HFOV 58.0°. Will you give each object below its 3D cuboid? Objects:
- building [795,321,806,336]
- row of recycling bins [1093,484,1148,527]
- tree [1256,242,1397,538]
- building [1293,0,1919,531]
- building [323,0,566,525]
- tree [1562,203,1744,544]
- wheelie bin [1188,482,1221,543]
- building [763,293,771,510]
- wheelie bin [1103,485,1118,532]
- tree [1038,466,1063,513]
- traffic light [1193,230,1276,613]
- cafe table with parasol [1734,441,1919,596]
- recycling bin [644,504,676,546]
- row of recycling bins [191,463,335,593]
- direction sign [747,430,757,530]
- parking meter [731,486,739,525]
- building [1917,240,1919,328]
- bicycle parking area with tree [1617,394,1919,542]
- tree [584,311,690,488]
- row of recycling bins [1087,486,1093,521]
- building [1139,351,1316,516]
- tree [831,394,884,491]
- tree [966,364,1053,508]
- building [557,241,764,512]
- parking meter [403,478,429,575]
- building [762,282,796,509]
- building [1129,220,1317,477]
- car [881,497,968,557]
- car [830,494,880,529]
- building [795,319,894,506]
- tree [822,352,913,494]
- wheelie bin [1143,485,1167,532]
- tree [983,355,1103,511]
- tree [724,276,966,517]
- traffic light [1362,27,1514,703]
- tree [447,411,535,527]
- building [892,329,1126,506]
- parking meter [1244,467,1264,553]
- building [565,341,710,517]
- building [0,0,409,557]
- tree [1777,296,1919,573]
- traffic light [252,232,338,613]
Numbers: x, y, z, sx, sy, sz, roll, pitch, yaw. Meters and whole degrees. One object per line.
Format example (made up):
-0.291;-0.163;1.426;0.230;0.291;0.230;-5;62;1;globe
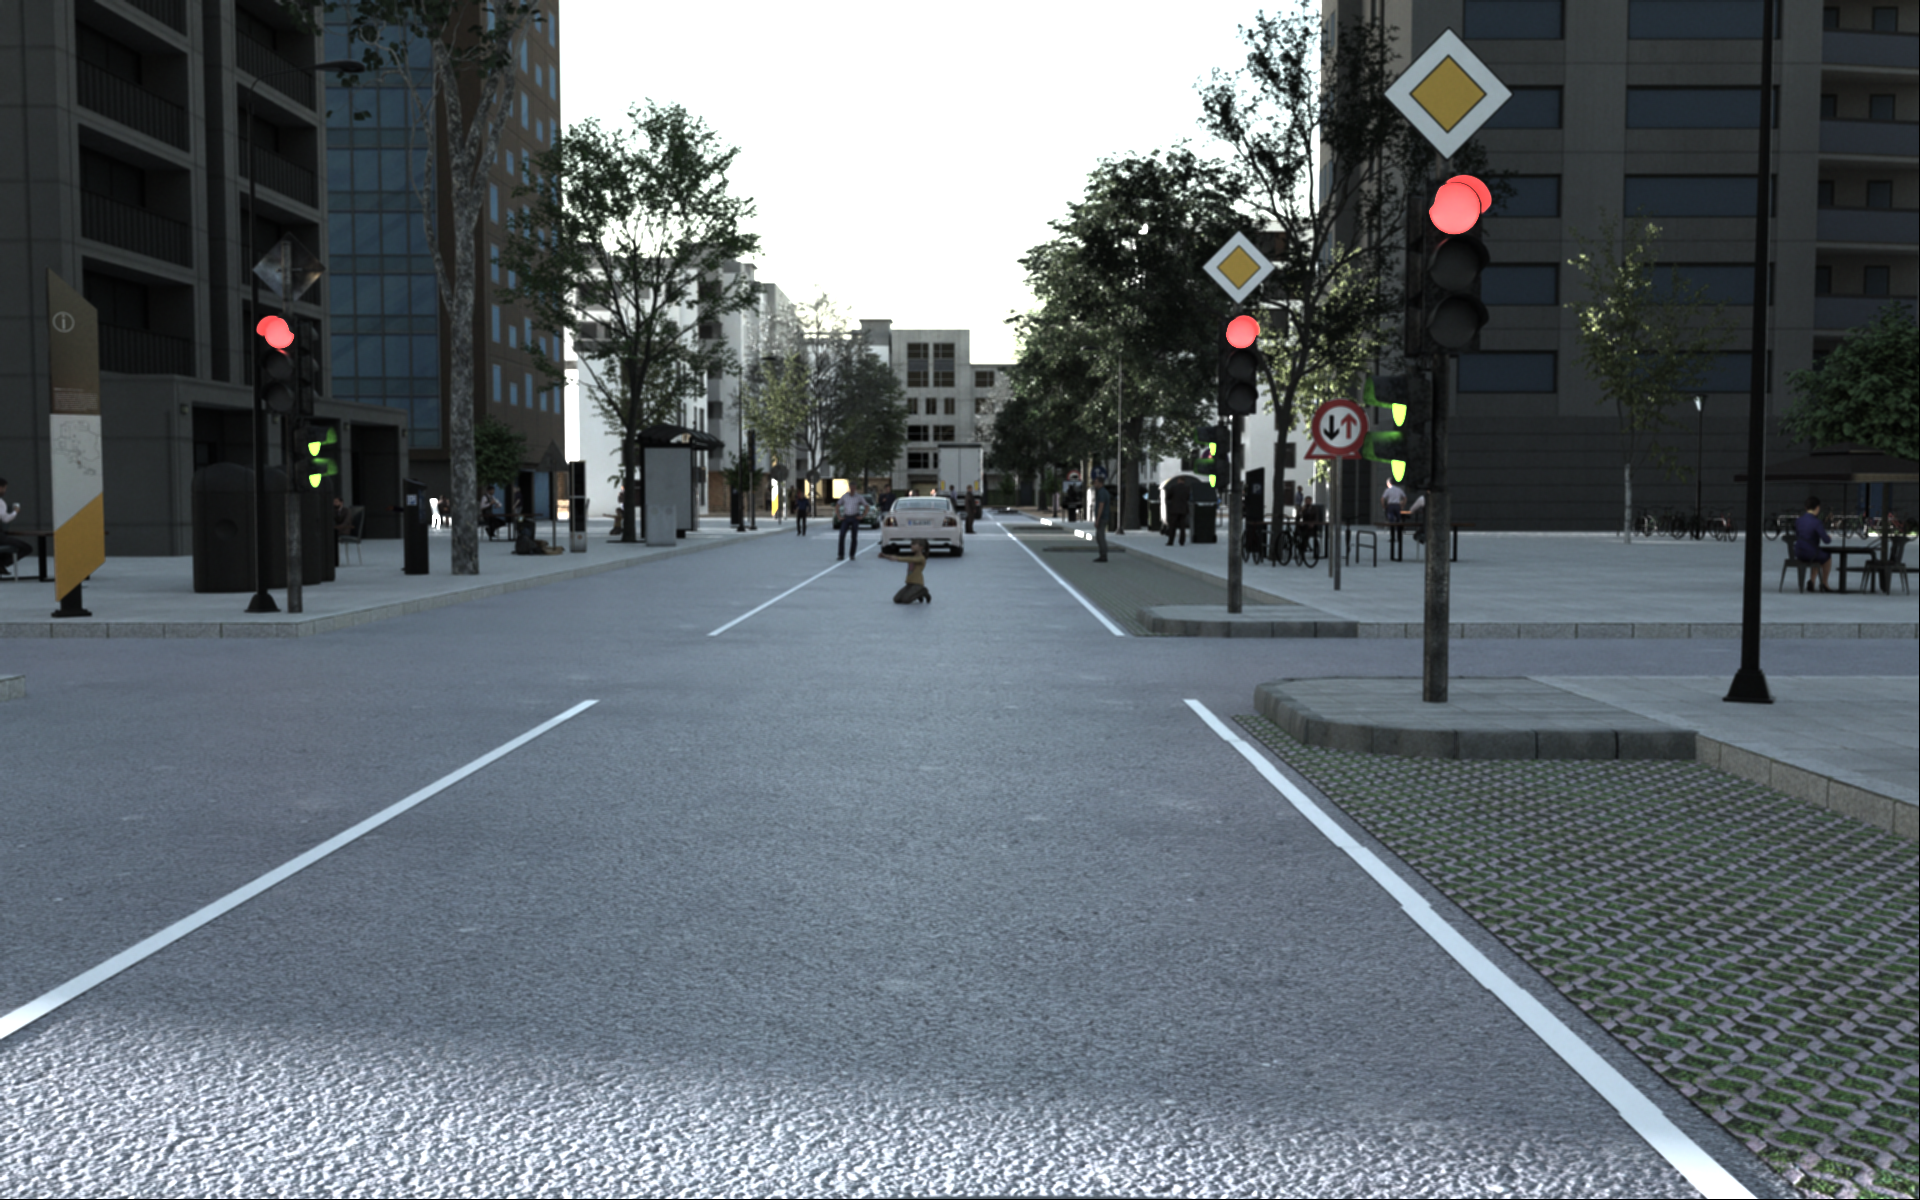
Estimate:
-34.967;-21.761;199.760;32.646;21.610;27.936;0;4;0;building
6.629;-3.831;69.743;1.069;1.692;3.534;-1;4;-17;row of recycling bins
10.442;-6.090;49.932;4.737;8.622;4.395;0;3;0;tree
25.946;-32.434;72.289;21.231;58.520;28.212;0;4;0;building
-26.465;-26.147;77.622;14.600;45.320;14.200;0;4;0;building
17.174;-5.724;43.943;4.737;8.622;4.395;0;3;0;tree
6.303;-2.282;45.215;0.980;1.594;0.693;0;4;-7;wheelie bin
-23.419;-17.319;139.578;16.016;20.091;11.380;0;4;0;building
5.062;-3.089;58.411;0.980;1.594;0.693;-3;5;-41;wheelie bin
6.171;-7.603;118.915;1.663;3.219;1.824;0;3;0;tree
2.949;-1.815;18.594;0.839;4.253;0.868;0;4;0;traffic light
11.523;-1.082;22.560;2.610;1.966;2.610;2;4;35;cafe table with parasol
-7.404;-1.849;42.784;0.722;1.027;0.722;-1;4;-14;recycling bin
-9.593;-1.039;24.104;1.069;1.692;3.534;0;4;0;row of recycling bins
-7.422;-4.264;61.716;0.379;3.537;0.876;1;4;9;direction sign
-9.447;-4.108;72.878;0.399;1.863;0.255;-1;4;-11;parking meter
29.194;-15.983;33.031;14.107;30.474;14.160;0;4;0;building
23.929;-3.876;50.380;8.231;4.147;9.016;0;4;8;bicycle parking area with tree
-12.531;-7.258;69.035;4.737;8.622;4.395;0;3;0;tree
6.630;-4.550;81.499;1.069;1.692;3.534;0;4;-6;row of recycling bins
17.744;-10.605;115.534;9.099;9.664;28.070;0;4;0;building
-7.848;-10.772;126.482;4.737;8.622;4.395;0;3;0;tree
5.365;-15.564;164.845;12.009;13.543;11.850;0;3;0;tree
-23.472;-16.624;128.219;16.016;20.091;11.380;0;4;0;building
-8.686;-1.176;27.646;0.372;1.533;0.369;0;3;0;parking meter
-31.105;-17.547;153.351;31.486;18.905;16.747;0;4;0;building
27.848;-18.441;145.491;27.936;21.610;32.646;0;4;0;building
-0.856;-1.756;41.068;2.083;1.381;4.827;0;4;1;car
-4.274;-3.679;71.942;2.131;1.459;4.920;0;4;0;car
-12.975;-20.598;193.199;11.380;20.091;16.016;0;4;0;building
-7.157;-13.501;138.866;7.486;12.596;7.792;0;3;0;tree
6.774;-3.152;59.446;0.980;1.594;0.693;1;4;13;wheelie bin
6.303;-13.245;133.561;9.611;12.733;9.660;0;3;0;tree
-8.121;-11.404;96.818;12.009;13.543;11.850;0;3;0;tree
2.923;-1.326;10.609;0.839;4.253;0.868;0;4;0;traffic light
-18.659;-5.212;68.926;4.285;4.588;4.351;0;3;0;tree
8.459;-20.016;193.712;31.486;18.905;16.747;0;4;0;building
6.449;-1.974;37.986;0.399;1.863;0.255;-1;4;-10;parking meter
-20.255;-10.195;108.841;9.099;9.664;28.070;0;4;0;building
-26.195;-37.029;43.674;20.563;71.187;20.611;0;4;0;building
15.496;-2.753;28.732;4.285;4.588;4.351;0;3;0;tree
-7.172;-1.816;18.610;0.839;4.253;0.868;0;4;0;traffic light
